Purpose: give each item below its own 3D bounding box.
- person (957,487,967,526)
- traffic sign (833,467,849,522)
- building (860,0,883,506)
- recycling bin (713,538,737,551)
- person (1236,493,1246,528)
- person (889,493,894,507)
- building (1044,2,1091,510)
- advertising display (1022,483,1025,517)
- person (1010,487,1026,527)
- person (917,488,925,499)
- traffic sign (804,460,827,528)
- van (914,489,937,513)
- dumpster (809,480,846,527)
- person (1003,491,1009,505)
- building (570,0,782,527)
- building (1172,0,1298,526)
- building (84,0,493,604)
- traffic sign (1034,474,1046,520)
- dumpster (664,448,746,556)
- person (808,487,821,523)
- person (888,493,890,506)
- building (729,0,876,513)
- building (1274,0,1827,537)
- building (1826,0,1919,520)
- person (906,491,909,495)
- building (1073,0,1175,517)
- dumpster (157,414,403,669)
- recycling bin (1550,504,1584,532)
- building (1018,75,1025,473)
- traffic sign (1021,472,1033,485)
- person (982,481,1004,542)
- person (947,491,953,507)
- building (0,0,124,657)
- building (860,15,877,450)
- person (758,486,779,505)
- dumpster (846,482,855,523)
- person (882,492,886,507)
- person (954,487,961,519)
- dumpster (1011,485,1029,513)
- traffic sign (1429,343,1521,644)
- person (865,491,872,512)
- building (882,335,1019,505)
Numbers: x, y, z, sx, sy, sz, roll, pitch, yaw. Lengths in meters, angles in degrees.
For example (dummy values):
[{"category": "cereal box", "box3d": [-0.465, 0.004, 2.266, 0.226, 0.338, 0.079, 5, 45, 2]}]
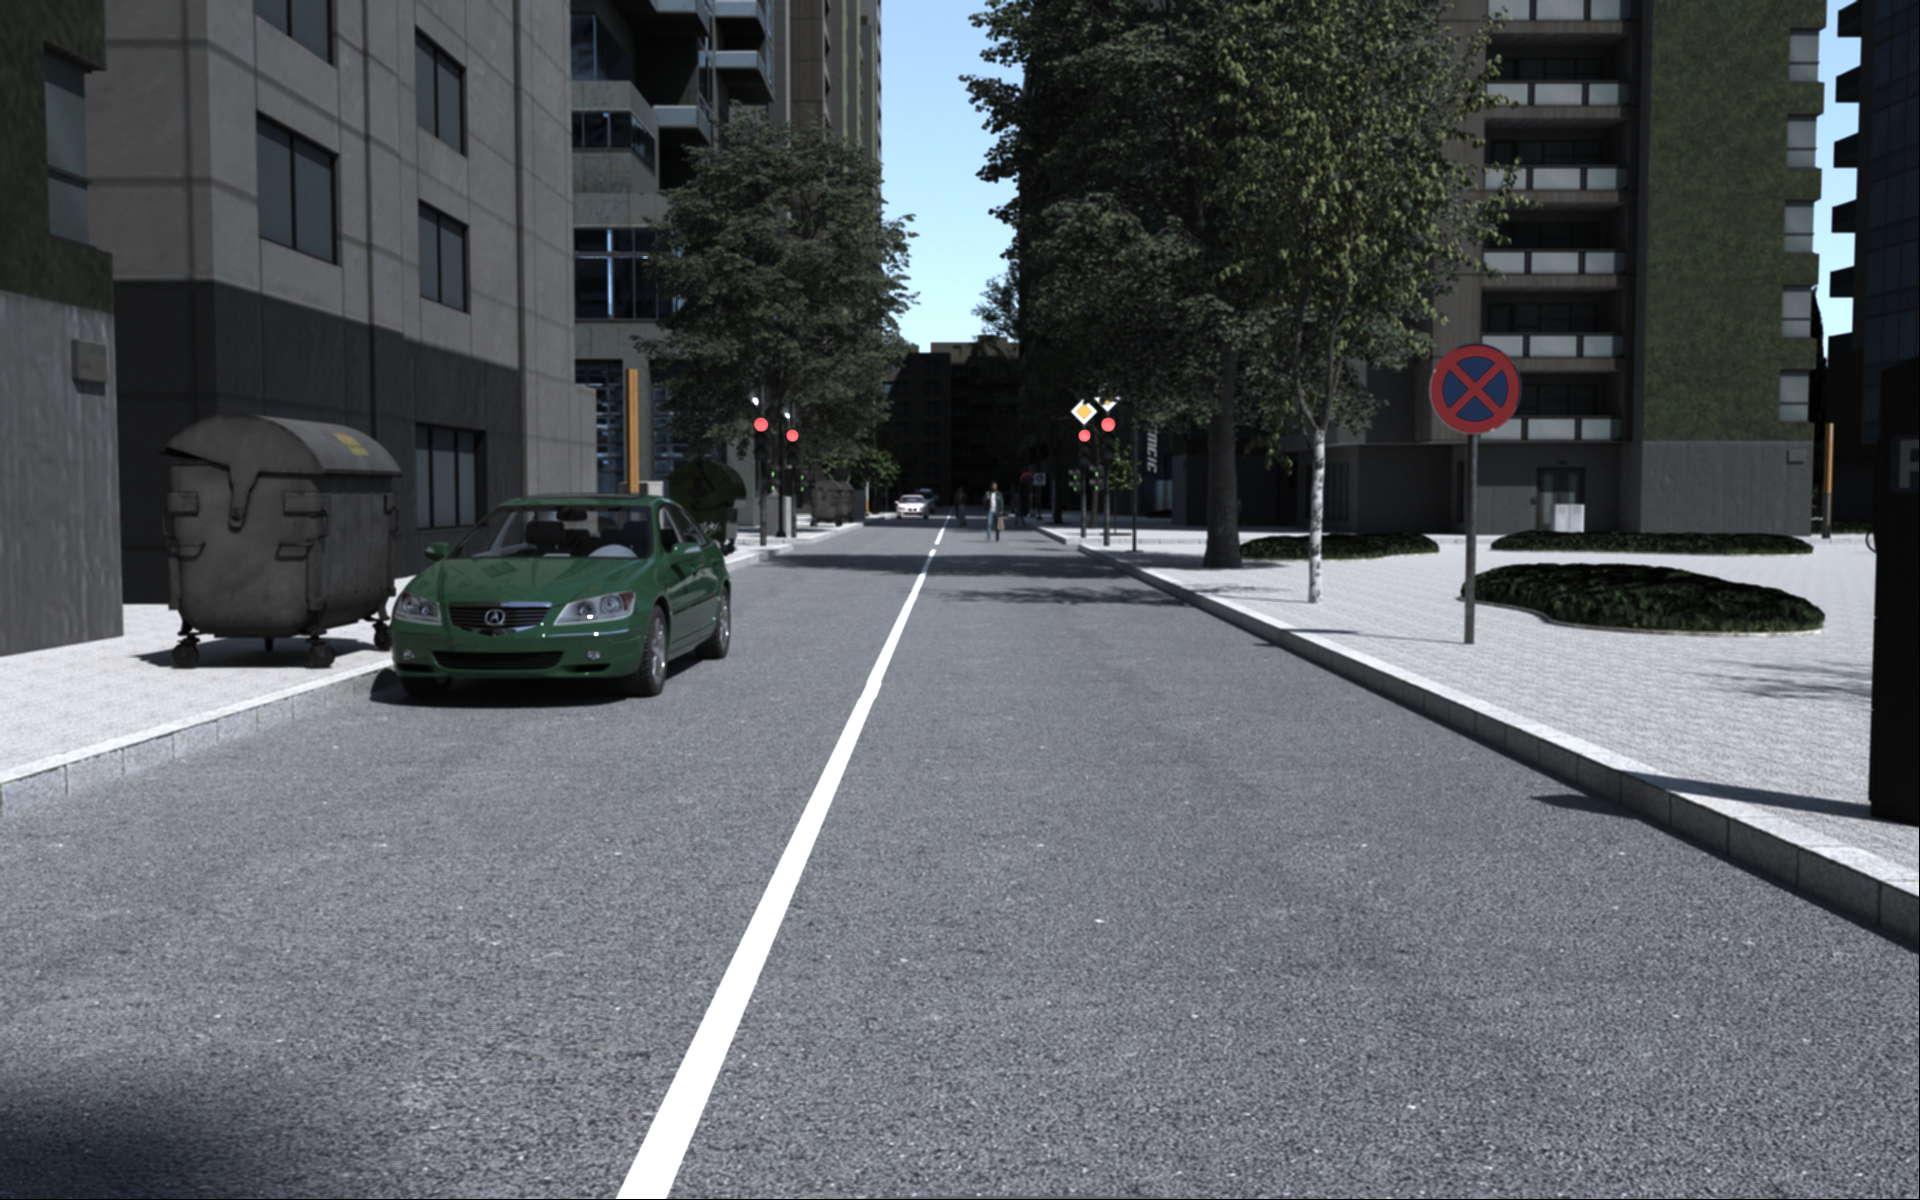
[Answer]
[{"category": "person", "box3d": [0.061, -4.200, 77.713, 0.362, 1.759, 0.519, -3, 4, -36]}, {"category": "traffic sign", "box3d": [-5.544, -4.914, 80.449, 0.768, 2.556, 0.104, 0, 4, 8]}, {"category": "building", "box3d": [-22.669, -39.482, 187.534, 28.212, 58.520, 21.231, 0, 3, 0]}, {"category": "recycling bin", "box3d": [-5.502, -1.618, 39.004, 0.722, 1.027, 0.722, 2, 4, 30]}, {"category": "person", "box3d": [10.455, -3.333, 64.782, 0.590, 1.304, 0.306, -1, 4, -22]}, {"category": "person", "box3d": [-7.041, -10.515, 178.056, 0.705, 1.812, 1.348, -1, 4, -18]}, {"category": "building", "box3d": [17.592, -33.172, 166.062, 21.300, 48.544, 21.600, 0, 3, 0]}, {"category": "advertising display", "box3d": [3.577, -5.660, 97.749, 0.123, 1.923, 0.974, 0, 4, 4]}, {"category": "person", "box3d": [2.497, -4.006, 74.832, 0.643, 1.720, 0.563, 2, 4, 28]}, {"category": "person", "box3d": [-2.695, -6.659, 117.333, 0.822, 1.834, 0.622, 2, 4, 25]}, {"category": "traffic sign", "box3d": [-5.503, -4.043, 66.108, 0.884, 2.594, 0.081, 0, 4, 1]}, {"category": "van", "box3d": [-2.763, -7.616, 131.526, 2.013, 2.044, 4.112, 0, 4, -2]}, {"category": "dumpster", "box3d": [-5.299, -3.837, 68.496, 1.264, 1.857, 1.865, 0, 3, 0]}, {"category": "person", "box3d": [5.157, -11.570, 195.074, 0.709, 1.838, 0.599, 1, 4, 9]}, {"category": "building", "box3d": [-19.234, -46.948, 80.276, 22.319, 86.520, 31.000, 0, 3, 0]}, {"category": "building", "box3d": [16.058, -18.560, 75.164, 14.160, 30.474, 14.107, 0, 3, 0]}, {"category": "building", "box3d": [-18.768, -36.081, 28.184, 20.611, 71.187, 20.563, 0, 3, 0]}, {"category": "traffic sign", "box3d": [3.873, -5.023, 84.258, 0.606, 2.300, 0.079, 0, 4, 2]}, {"category": "dumpster", "box3d": [-5.361, -2.075, 36.421, 1.502, 2.255, 1.985, 0, 3, 0]}, {"category": "person", "box3d": [-6.439, -4.387, 78.110, 0.721, 1.781, 0.623, 1, 4, 21]}, {"category": "person", "box3d": [-7.556, -10.886, 184.833, 0.445, 1.727, 0.742, -3, 5, -44]}, {"category": "building", "box3d": [-14.496, -28.324, 146.688, 14.154, 41.232, 14.086, 0, 3, 0]}, {"category": "building", "box3d": [18.845, -22.902, 58.045, 14.086, 41.232, 14.154, 0, 3, 0]}, {"category": "building", "box3d": [40.987, -25.056, 59.774, 14.200, 45.320, 14.600, 0, 3, 0]}, {"category": "person", "box3d": [-6.191, -11.879, 201.735, 0.415, 1.643, 0.593, -3, 4, -38]}, {"category": "building", "box3d": [19.685, -29.995, 110.025, 23.786, 49.044, 30.456, 0, 3, 0]}, {"category": "dumpster", "box3d": [-5.204, -0.466, 13.378, 1.264, 1.857, 1.865, 0, 3, 0]}, {"category": "recycling bin", "box3d": [15.131, -1.874, 43.188, 0.722, 1.027, 0.722, 1, 4, 11]}, {"category": "building", "box3d": [17.387, -34.491, 187.622, 21.300, 48.544, 21.600, 0, 3, 0]}, {"category": "traffic sign", "box3d": [3.901, -6.148, 100.623, 0.768, 2.556, 0.104, 1, 4, 9]}, {"category": "person", "box3d": [1.043, -2.644, 51.711, 0.794, 1.824, 0.713, 1, 4, 18]}, {"category": "person", "box3d": [-1.128, -11.501, 197.223, 0.721, 1.739, 1.217, -3, 4, -38]}, {"category": "building", "box3d": [-14.570, -14.444, 7.861, 14.160, 30.474, 14.107, 0, 3, 0]}, {"category": "building", "box3d": [-15.030, -31.227, 160.679, 14.600, 45.320, 14.200, 0, 3, 0]}, {"category": "person", "box3d": [-6.199, -3.041, 56.114, 0.716, 1.782, 0.532, 0, 4, 7]}, {"category": "dumpster", "box3d": [-5.350, -4.349, 76.862, 1.264, 1.857, 1.865, 0, 3, 0]}, {"category": "person", "box3d": [-7.466, -10.174, 173.322, 0.756, 1.711, 0.436, -2, 4, -28]}, {"category": "person", "box3d": [-0.067, -5.584, 99.717, 0.656, 1.842, 0.836, 1, 4, 19]}, {"category": "dumpster", "box3d": [4.022, -6.679, 114.952, 1.264, 1.857, 1.865, 0, 3, 0]}, {"category": "traffic sign", "box3d": [4.360, -0.896, 14.751, 0.768, 2.556, 0.104, 0, 4, 3]}, {"category": "person", "box3d": [-6.920, -7.414, 127.396, 1.348, 1.807, 0.705, 2, 4, 34]}, {"category": "building", "box3d": [4.319, -23.271, 225.517, 28.899, 21.520, 27.650, 0, 3, 0]}]
